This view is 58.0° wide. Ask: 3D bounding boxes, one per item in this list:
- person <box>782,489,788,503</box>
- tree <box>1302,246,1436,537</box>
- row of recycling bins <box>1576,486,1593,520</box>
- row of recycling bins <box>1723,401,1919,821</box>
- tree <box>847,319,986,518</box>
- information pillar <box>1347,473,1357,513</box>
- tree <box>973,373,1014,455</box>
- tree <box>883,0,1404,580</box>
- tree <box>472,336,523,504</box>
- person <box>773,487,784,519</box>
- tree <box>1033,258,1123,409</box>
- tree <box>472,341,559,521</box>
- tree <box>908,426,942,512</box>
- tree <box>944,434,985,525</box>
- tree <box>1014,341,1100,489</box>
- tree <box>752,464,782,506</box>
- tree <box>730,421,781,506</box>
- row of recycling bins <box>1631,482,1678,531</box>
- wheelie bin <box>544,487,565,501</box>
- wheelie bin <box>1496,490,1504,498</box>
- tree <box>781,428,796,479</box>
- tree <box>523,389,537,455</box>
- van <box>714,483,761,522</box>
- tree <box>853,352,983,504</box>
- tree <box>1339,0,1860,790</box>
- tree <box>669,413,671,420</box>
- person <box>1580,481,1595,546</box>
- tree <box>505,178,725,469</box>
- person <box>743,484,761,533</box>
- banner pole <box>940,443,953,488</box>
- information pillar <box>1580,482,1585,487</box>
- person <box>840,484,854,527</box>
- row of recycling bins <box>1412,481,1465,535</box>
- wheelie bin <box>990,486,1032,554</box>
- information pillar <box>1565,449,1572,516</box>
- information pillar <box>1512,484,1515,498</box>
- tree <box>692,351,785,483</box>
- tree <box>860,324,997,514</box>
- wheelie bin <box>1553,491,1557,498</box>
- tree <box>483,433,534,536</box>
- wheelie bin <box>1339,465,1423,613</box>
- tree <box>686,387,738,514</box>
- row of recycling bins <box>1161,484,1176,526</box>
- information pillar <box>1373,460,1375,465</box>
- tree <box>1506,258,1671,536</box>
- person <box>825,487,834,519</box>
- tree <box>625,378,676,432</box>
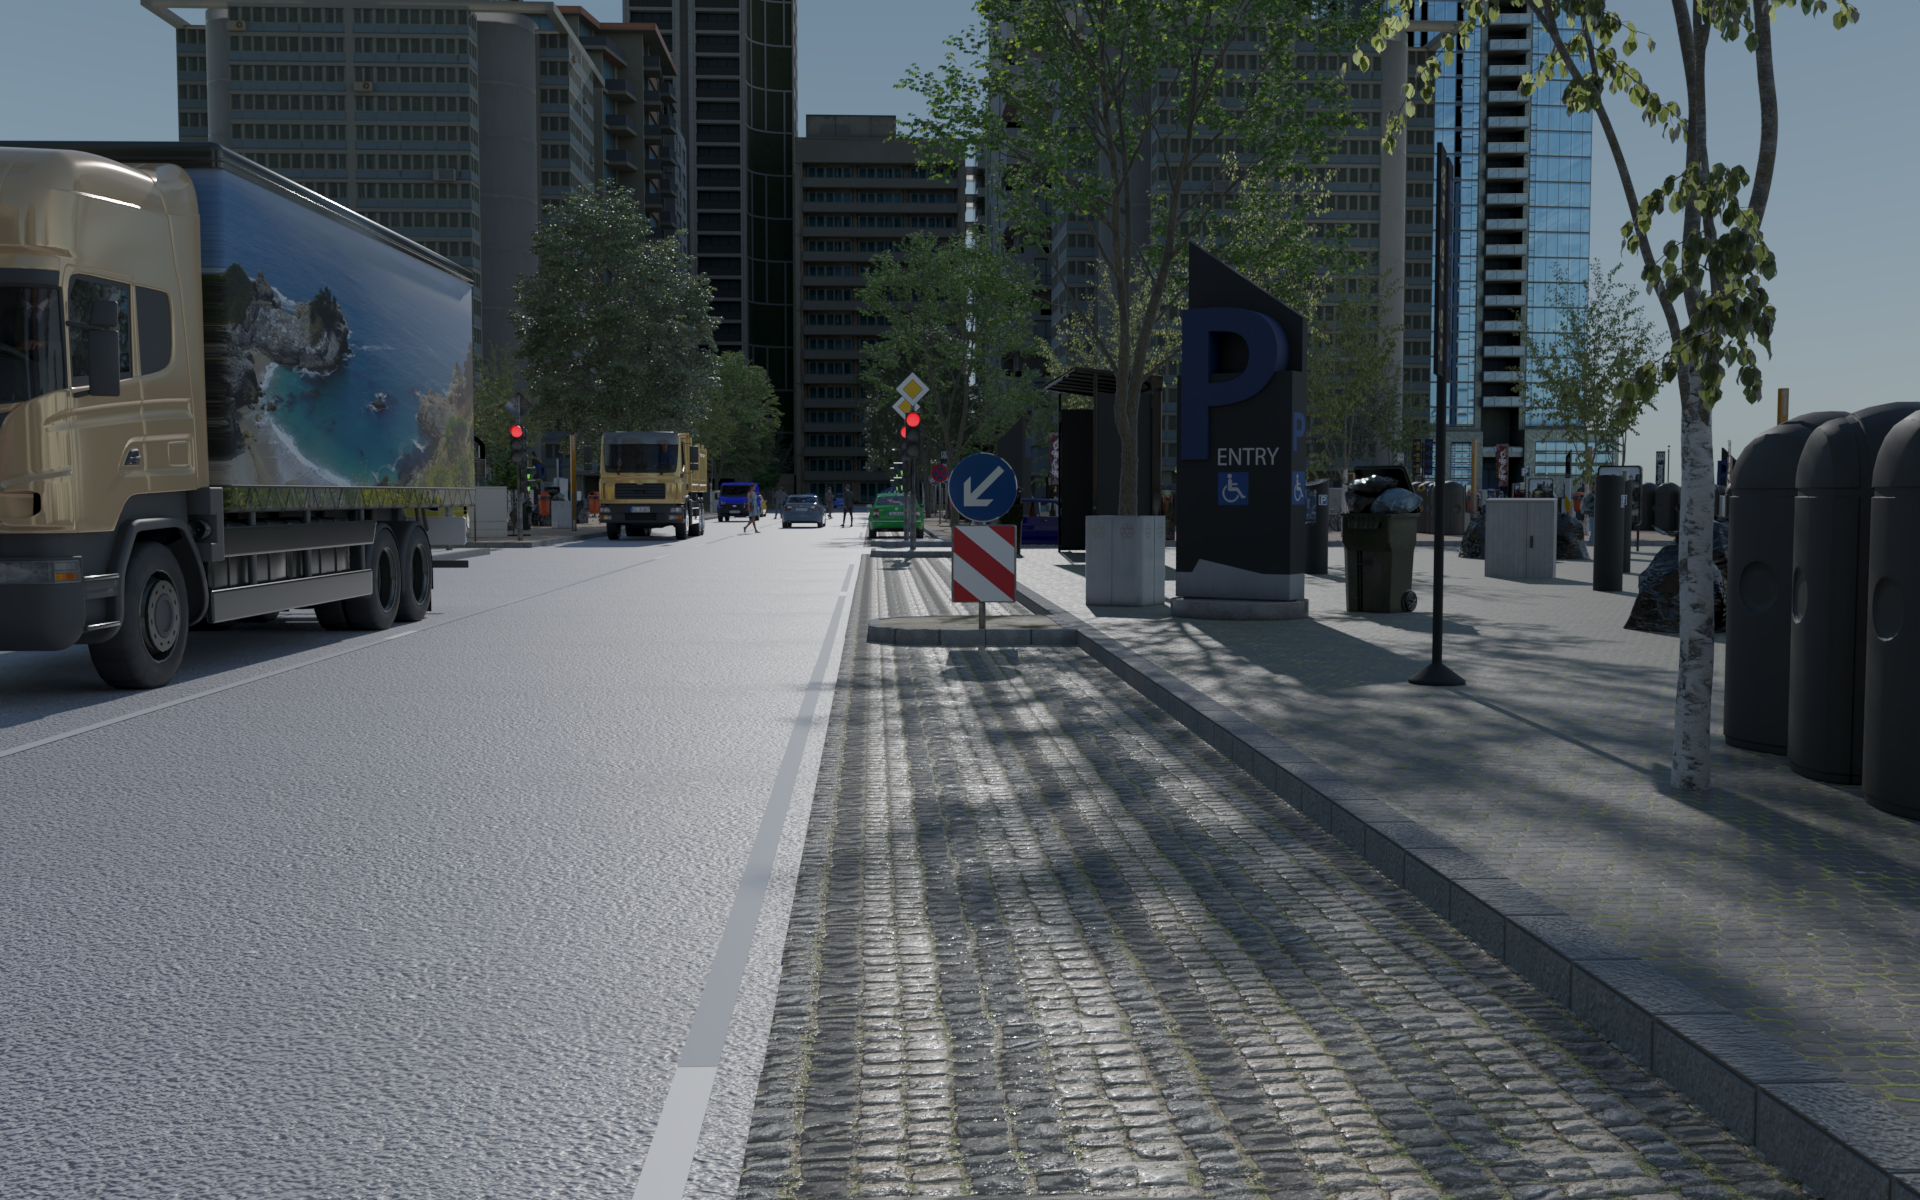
[{"bbox_3d":[-12.988,-7.310,128.007,1.348,1.826,0.705,3,4,37],"label":"person"},{"bbox_3d":[11.280,-6.187,51.519,4.737,8.622,4.395,0,3,0],"label":"tree"},{"bbox_3d":[30.944,-4.687,83.737,1.069,1.692,3.534,-1,4,-11],"label":"row of recycling bins"},{"bbox_3d":[4.231,-0.015,7.351,1.069,1.692,3.534,0,4,3],"label":"row of recycling bins"},{"bbox_3d":[-2.002,-9.658,92.316,7.601,10.594,8.767,1,4,20],"label":"tree"},{"bbox_3d":[13.581,-3.388,59.879,0.304,2.012,0.304,-3,5,-42],"label":"information pillar"},{"bbox_3d":[2.573,-9.271,101.943,4.737,8.622,4.395,0,3,0],"label":"tree"},{"bbox_3d":[2.546,-6.104,25.554,9.928,11.665,9.643,0,3,0],"label":"tree"},{"bbox_3d":[-22.511,-7.765,77.317,4.360,8.622,3.978,0,3,0],"label":"tree"},{"bbox_3d":[-10.576,-5.676,101.113,0.655,1.846,0.447,-1,4,-11],"label":"person"},{"bbox_3d":[4.649,-6.225,52.149,4.360,8.622,3.978,0,3,0],"label":"tree"},{"bbox_3d":[-21.491,-8.101,82.821,4.737,8.622,4.395,0,3,0],"label":"tree"},{"bbox_3d":[-2.591,-10.607,123.791,4.737,8.622,4.395,0,3,0],"label":"tree"},{"bbox_3d":[0.442,-3.743,55.797,1.663,3.219,1.824,0,3,0],"label":"tree"},{"bbox_3d":[5.022,-8.156,83.705,4.737,8.622,4.395,0,3,0],"label":"tree"},{"bbox_3d":[-18.996,-11.326,168.891,4.285,4.588,4.351,0,3,0],"label":"tree"},{"bbox_3d":[-18.960,-12.524,155.122,4.360,8.622,3.978,0,3,0],"label":"tree"},{"bbox_3d":[24.391,-3.257,60.372,1.069,1.692,3.534,-2,4,-30],"label":"row of recycling bins"},{"bbox_3d":[-17.020,-3.946,72.419,0.980,1.594,0.693,0,4,-7],"label":"wheelie bin"},{"bbox_3d":[37.326,-6.867,120.178,0.693,1.594,0.980,3,5,40],"label":"wheelie bin"},{"bbox_3d":[-19.527,-14.215,182.772,4.360,8.622,3.978,0,3,0],"label":"tree"},{"bbox_3d":[-29.850,-10.064,114.914,4.360,8.622,3.978,0,3,0],"label":"tree"},{"bbox_3d":[-11.647,-5.317,91.320,2.240,2.365,5.245,0,4,-2],"label":"van"},{"bbox_3d":[-3.410,-13.800,135.994,12.009,13.543,11.850,0,3,0],"label":"tree"},{"bbox_3d":[2.960,-3.483,7.317,4.360,8.622,3.978,0,3,0],"label":"tree"},{"bbox_3d":[-17.191,-12.062,122.971,9.928,11.665,9.643,0,3,0],"label":"tree"},{"bbox_3d":[16.486,-2.210,44.975,0.721,1.781,0.623,3,5,42],"label":"person"},{"bbox_3d":[-13.752,-10.004,70.226,9.857,13.997,8.962,0,3,0],"label":"tree"},{"bbox_3d":[-7.622,-3.340,63.205,0.778,1.811,0.616,2,4,27],"label":"person"},{"bbox_3d":[-0.590,-5.799,84.833,0.863,3.779,0.401,1,4,20],"label":"banner pole"},{"bbox_3d":[36.806,-5.985,102.344,0.304,2.012,0.304,0,4,6],"label":"information pillar"},{"bbox_3d":[-4.942,-4.129,75.778,0.659,1.850,0.755,-3,4,-38],"label":"person"},{"bbox_3d":[15.381,-2.952,55.380,1.069,1.692,3.534,0,4,2],"label":"row of recycling bins"},{"bbox_3d":[0.997,-1.795,37.251,0.693,1.594,0.980,-1,4,-18],"label":"wheelie bin"},{"bbox_3d":[31.752,-6.058,90.403,0.183,3.616,0.504,-1,4,-11],"label":"information pillar"},{"bbox_3d":[39.211,-7.217,122.487,0.304,2.012,0.304,0,4,6],"label":"information pillar"},{"bbox_3d":[-17.717,-13.412,137.415,7.486,12.596,7.792,0,3,0],"label":"tree"},{"bbox_3d":[-2.009,-12.057,114.141,9.611,12.733,9.660,0,3,0],"label":"tree"},{"bbox_3d":[38.998,-6.512,114.386,0.693,1.594,0.980,3,4,37],"label":"wheelie bin"},{"bbox_3d":[-13.665,-3.574,53.033,1.663,3.219,1.824,0,3,0],"label":"tree"},{"bbox_3d":[4.582,-0.670,18.855,0.693,1.594,0.980,-3,5,-44],"label":"wheelie bin"},{"bbox_3d":[-16.656,-10.009,114.002,4.737,8.622,4.395,0,3,0],"label":"tree"},{"bbox_3d":[8.193,-3.919,71.192,1.069,1.692,3.534,-1,4,-14],"label":"row of recycling bins"},{"bbox_3d":[28.580,-7.852,119.731,0.183,3.616,0.504,0,4,-1],"label":"information pillar"},{"bbox_3d":[19.131,-6.297,53.318,4.737,8.622,4.395,0,3,0],"label":"tree"},{"bbox_3d":[-7.495,-5.563,99.422,0.622,1.834,0.822,2,4,28],"label":"person"},{"bbox_3d":[-19.541,-9.616,107.590,4.360,8.622,3.978,0,3,0],"label":"tree"}]
